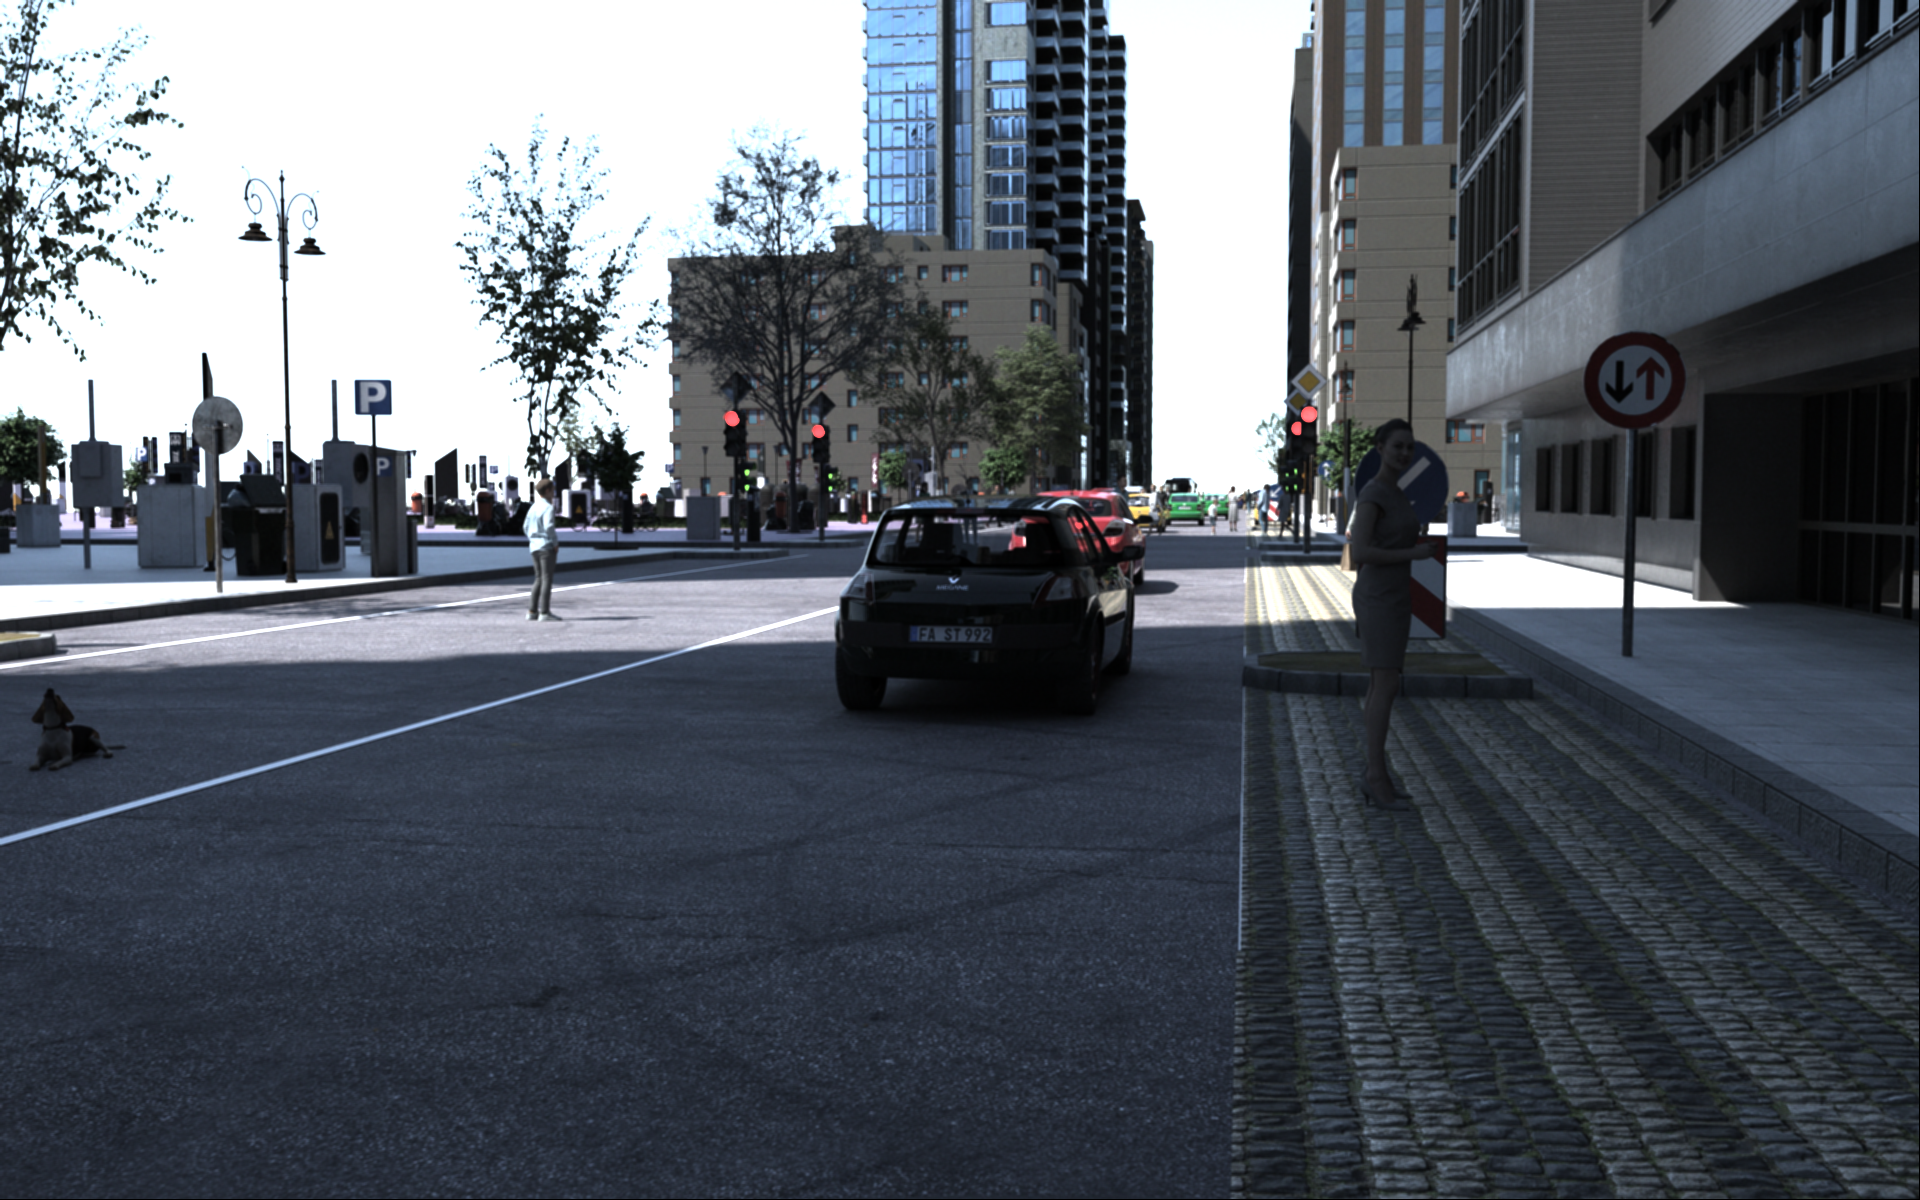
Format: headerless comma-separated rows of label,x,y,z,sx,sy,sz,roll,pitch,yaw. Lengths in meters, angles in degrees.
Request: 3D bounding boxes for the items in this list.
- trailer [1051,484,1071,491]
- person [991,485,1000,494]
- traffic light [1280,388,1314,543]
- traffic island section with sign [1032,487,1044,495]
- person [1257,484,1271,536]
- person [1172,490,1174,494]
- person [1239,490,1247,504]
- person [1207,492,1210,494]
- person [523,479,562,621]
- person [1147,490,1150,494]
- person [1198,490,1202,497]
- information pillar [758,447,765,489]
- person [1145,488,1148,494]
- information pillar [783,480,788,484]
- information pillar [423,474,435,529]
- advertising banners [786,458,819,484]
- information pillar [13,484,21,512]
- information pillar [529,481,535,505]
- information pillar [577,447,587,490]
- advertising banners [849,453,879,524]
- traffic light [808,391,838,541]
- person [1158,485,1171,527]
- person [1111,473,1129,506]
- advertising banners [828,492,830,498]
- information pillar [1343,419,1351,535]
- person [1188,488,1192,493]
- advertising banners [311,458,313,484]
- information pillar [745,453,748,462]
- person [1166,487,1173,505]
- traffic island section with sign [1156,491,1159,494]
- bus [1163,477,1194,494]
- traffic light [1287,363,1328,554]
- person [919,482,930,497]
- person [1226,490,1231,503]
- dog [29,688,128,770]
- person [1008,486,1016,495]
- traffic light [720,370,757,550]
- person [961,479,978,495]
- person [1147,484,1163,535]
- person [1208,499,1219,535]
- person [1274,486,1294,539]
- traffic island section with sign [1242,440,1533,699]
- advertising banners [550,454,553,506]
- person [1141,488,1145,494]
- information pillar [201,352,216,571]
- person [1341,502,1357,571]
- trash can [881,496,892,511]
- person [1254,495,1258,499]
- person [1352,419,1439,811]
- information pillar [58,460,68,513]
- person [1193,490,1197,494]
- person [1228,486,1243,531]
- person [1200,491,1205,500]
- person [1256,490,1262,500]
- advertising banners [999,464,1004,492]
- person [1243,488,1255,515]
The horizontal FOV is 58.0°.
trailer,6.034,-5.916,103.769,1.471,1.999,3.904,1,4,10
person,1.501,-4.043,74.517,0.836,1.842,0.656,0,4,8
traffic light,8.781,-3.441,45.178,0.839,4.253,0.868,1,4,9
traffic island section with sign,4.354,-5.378,96.566,1.989,1.847,2.006,1,4,9
person,10.396,-3.082,59.152,0.793,1.790,0.793,1,4,12
person,16.170,-7.535,132.235,0.617,1.759,0.750,-2,4,-28
person,26.045,-9.156,158.287,1.348,1.812,0.705,-2,4,-25
person,22.991,-9.149,159.554,0.593,1.643,0.415,-2,4,-35
person,-4.693,-0.566,19.569,0.330,1.601,0.589,-2,4,-34
person,16.455,-8.712,150.958,0.705,1.821,1.348,-1,4,-17
person,19.825,-8.266,144.364,0.721,1.735,1.217,-3,4,-36
information pillar,-9.933,-5.833,86.727,0.504,3.616,0.183,3,5,42
person,12.151,-6.380,112.922,0.767,1.812,0.694,-1,4,-15
information pillar,-9.111,-5.298,91.122,0.304,2.012,0.304,1,4,22
information pillar,-19.806,-3.677,64.604,0.304,2.012,0.304,-2,4,-34
advertising banners,-8.044,-5.733,89.930,2.074,3.025,0.090,1,4,13
information pillar,-40.869,-5.127,75.179,0.183,3.616,0.504,1,4,19
information pillar,-24.042,-5.680,97.366,0.304,2.012,0.304,0,4,-5
information pillar,-18.934,-5.841,86.850,0.504,3.616,0.183,1,4,16
advertising banners,-4.098,-4.760,74.012,0.090,3.025,2.074,-3,5,-41
traffic light,-3.763,-3.566,47.233,0.839,4.253,0.868,1,4,9
person,8.467,-4.006,74.218,0.699,1.804,1.509,-1,4,-18
person,2.965,-1.476,32.652,0.620,1.820,0.660,2,4,34
advertising banners,-8.608,-6.910,109.171,0.090,3.025,2.074,2,4,31
information pillar,12.113,-3.842,54.177,0.183,3.616,0.504,0,4,0
person,14.105,-5.934,105.795,0.520,1.790,0.573,3,4,39
advertising banners,-31.734,-5.401,84.496,0.090,3.025,2.074,-1,4,-10
information pillar,-12.119,-6.545,98.360,0.183,3.616,0.504,0,4,-3
person,12.094,-5.635,100.405,0.659,1.850,0.755,2,4,26
traffic island section with sign,26.040,-13.385,227.475,1.989,1.847,2.006,1,4,9
bus,23.248,-11.523,183.268,2.948,3.499,13.247,1,4,10
traffic light,7.475,-2.959,37.300,0.839,4.253,0.868,1,4,9
person,-1.062,-2.593,51.139,0.529,1.795,0.600,1,4,12
person,20.643,-7.566,132.751,0.990,1.755,0.434,1,4,15
dog,-4.738,0.663,9.348,0.550,0.427,0.748,3,4,36
person,2.578,-4.678,85.106,0.853,1.813,0.709,-3,4,-38
traffic light,-5.068,-3.085,39.355,0.839,4.253,0.868,1,4,9
person,0.306,-2.403,47.566,0.659,1.850,0.755,-1,4,-9
person,6.748,-3.127,59.972,0.624,1.780,0.694,0,4,7
person,8.905,-2.919,60.916,0.352,1.250,0.332,-1,4,-11
person,10.209,-2.752,54.250,0.760,1.731,0.466,2,4,27
traffic island section with sign,3.151,-0.273,13.088,1.989,1.847,2.006,1,4,9
advertising banners,-17.680,-4.817,74.943,0.090,3.025,2.074,-1,4,-9
person,8.913,-4.619,84.766,0.760,1.731,0.466,-1,4,-9
information pillar,-12.499,-2.293,28.853,0.183,3.616,0.504,-1,4,-12
person,5.695,-0.930,24.192,0.515,1.767,0.782,-3,4,-36
trash can,-4.332,-5.535,102.144,0.748,1.137,0.748,0,3,0
person,27.857,-9.320,161.664,1.217,1.735,0.721,3,4,37
person,2.011,0.049,8.046,0.374,1.781,0.599,2,4,32
information pillar,-60.539,-7.676,116.860,0.504,3.616,0.183,-2,4,-32
person,20.880,-8.876,153.629,0.705,1.823,1.348,0,4,-6
person,10.609,-3.530,66.791,0.480,1.755,0.524,3,5,41
person,21.879,-9.004,156.423,0.721,1.736,1.217,-1,4,-14
person,23.904,-7.853,137.680,0.721,1.735,1.217,-1,4,-21
advertising banners,2.241,-6.454,101.706,0.090,3.025,2.074,1,4,20
person,19.801,-6.756,118.952,0.794,1.824,0.713,-1,4,-16
